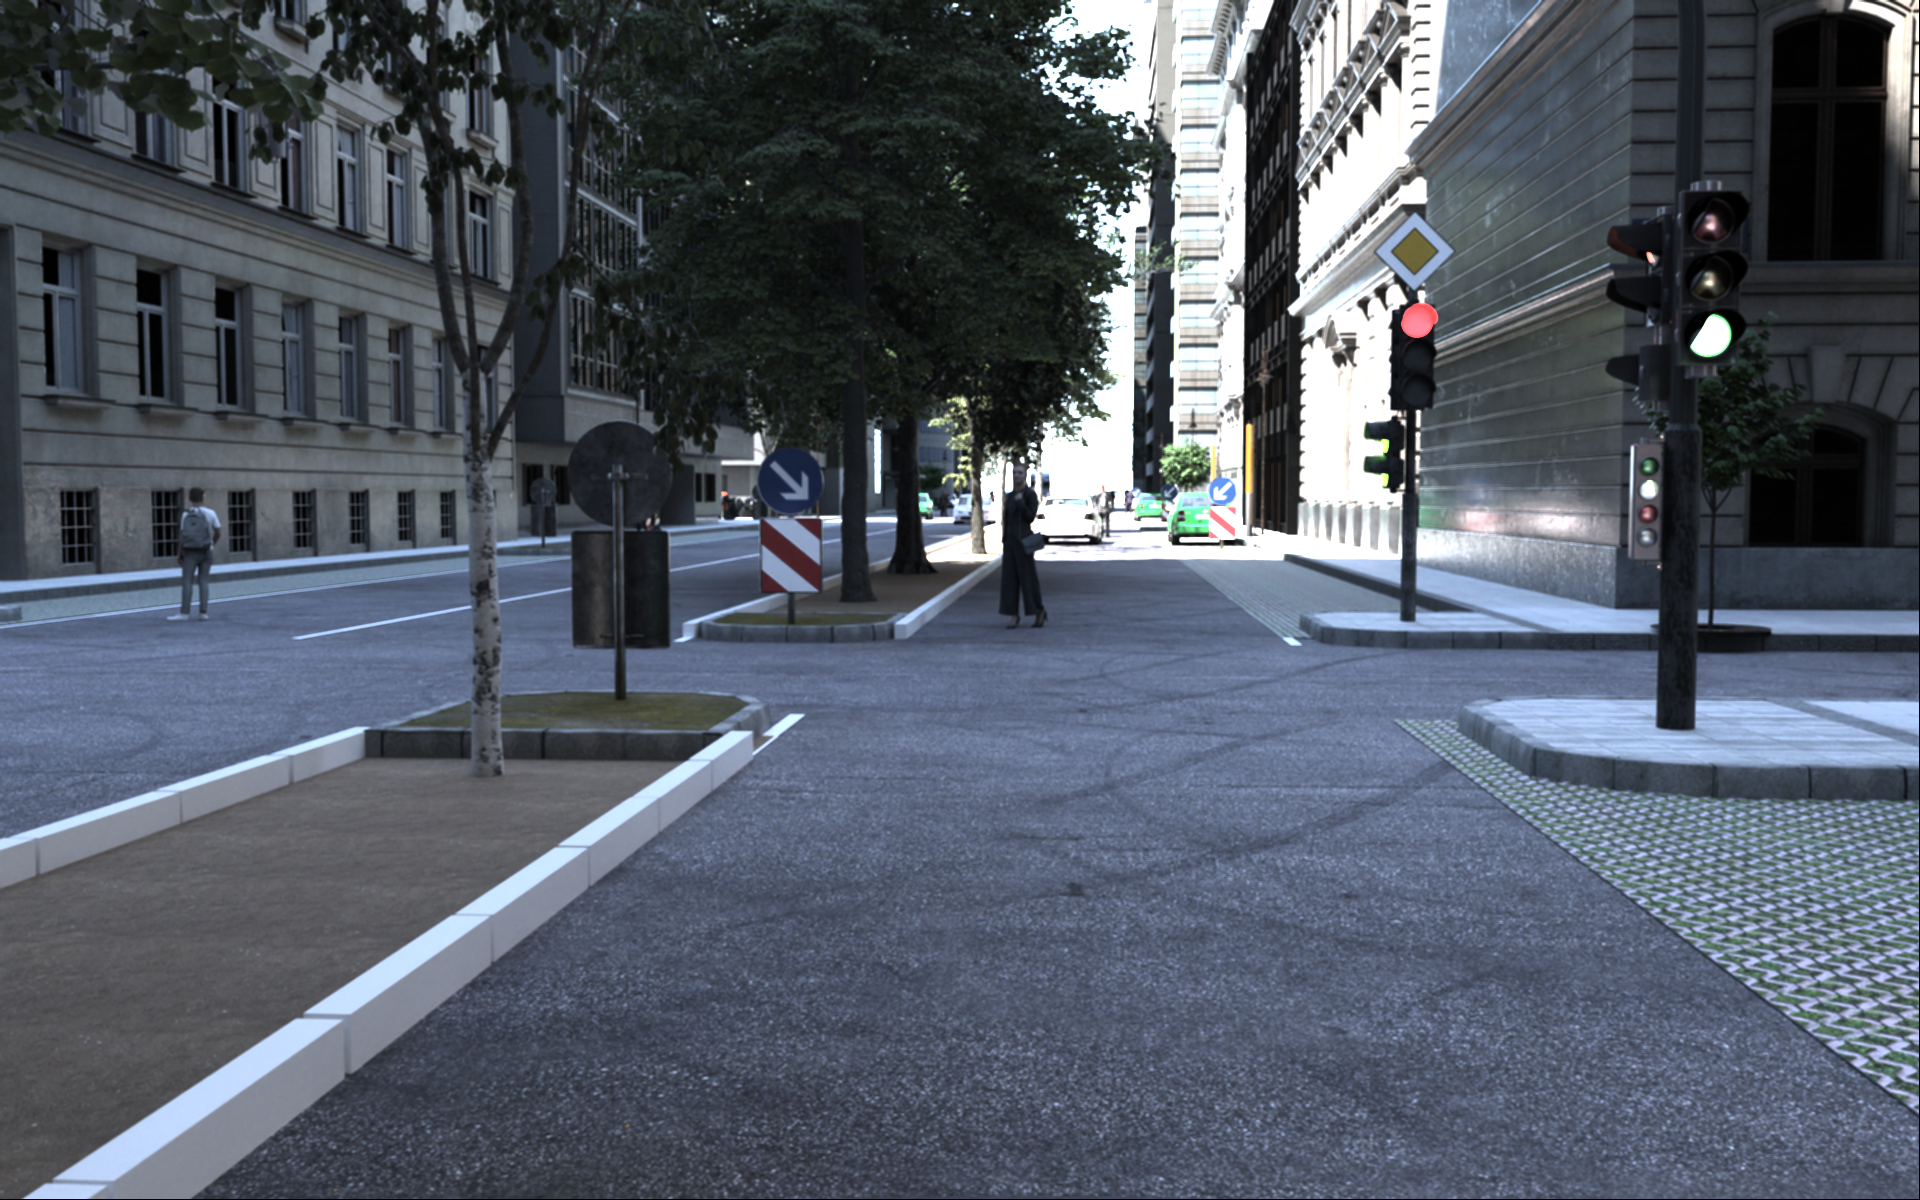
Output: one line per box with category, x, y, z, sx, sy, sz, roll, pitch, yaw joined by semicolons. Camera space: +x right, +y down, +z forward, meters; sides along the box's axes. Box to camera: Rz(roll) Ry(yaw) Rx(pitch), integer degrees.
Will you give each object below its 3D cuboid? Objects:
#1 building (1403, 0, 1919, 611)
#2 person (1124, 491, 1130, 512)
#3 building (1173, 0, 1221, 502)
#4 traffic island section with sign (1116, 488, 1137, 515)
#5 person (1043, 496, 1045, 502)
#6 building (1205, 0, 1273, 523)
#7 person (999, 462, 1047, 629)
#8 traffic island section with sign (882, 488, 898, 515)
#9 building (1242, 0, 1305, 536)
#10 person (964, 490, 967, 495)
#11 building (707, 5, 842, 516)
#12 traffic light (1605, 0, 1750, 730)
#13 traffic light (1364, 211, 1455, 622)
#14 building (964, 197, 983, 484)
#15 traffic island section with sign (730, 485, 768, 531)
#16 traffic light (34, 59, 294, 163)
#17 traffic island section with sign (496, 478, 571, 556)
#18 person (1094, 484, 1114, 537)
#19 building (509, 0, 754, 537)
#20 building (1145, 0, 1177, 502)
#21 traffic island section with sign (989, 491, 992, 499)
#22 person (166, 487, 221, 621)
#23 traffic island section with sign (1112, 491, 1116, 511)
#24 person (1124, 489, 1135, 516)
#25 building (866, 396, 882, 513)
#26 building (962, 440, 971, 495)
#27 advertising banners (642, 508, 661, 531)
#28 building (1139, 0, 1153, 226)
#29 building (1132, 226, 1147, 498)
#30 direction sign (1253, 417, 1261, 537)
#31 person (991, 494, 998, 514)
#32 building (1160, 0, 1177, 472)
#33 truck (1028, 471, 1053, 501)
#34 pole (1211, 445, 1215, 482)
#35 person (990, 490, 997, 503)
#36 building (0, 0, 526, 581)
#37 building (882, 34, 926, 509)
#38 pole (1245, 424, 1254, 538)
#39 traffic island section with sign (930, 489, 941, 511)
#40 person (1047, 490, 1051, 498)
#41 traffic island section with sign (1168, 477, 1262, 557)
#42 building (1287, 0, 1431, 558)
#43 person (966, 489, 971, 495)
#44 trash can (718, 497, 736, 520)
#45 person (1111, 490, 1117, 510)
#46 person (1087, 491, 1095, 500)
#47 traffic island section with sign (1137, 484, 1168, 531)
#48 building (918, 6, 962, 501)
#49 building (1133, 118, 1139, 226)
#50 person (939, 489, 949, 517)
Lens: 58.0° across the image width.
building;24.570;-12.435;22.405;34.723;24.649;14.460;0;4;4
person;13.590;-7.962;139.508;0.721;1.723;1.217;-2;4;-35
building;20.296;-25.886;106.837;14.154;41.232;14.086;0;4;4
traffic island section with sign;11.706;-6.593;116.423;1.989;1.847;2.006;0;4;4
person;4.533;-5.599;100.056;0.705;1.823;1.348;-3;4;-36
building;18.924;-17.886;79.819;14.401;28.519;23.554;0;4;4
person;0.652;-0.589;18.557;0.576;1.772;0.534;2;4;29
traffic island section with sign;-4.179;-6.662;117.558;1.989;1.847;2.006;0;4;4
building;16.813;-14.100;60.214;12.332;23.373;15.834;0;4;4
person;0.620;-8.406;146.653;0.721;1.743;1.217;1;4;18
building;-14.411;-20.196;101.912;14.160;30.474;14.107;0;4;4
traffic light;1.811;-2.126;9.433;4.771;5.953;1.251;0;4;4
traffic light;4.506;-1.741;17.379;0.839;4.253;0.868;0;4;4
building;-8.342;-35.453;234.285;22.147;44.769;28.867;0;4;4
traffic island section with sign;-7.904;-3.643;68.188;1.989;1.847;2.006;0;4;4
traffic light;-9.518;-2.678;18.455;4.771;5.953;1.251;0;4;4
traffic island section with sign;-9.980;-1.975;40.927;1.989;1.847;2.006;0;4;4
person;4.723;-2.932;56.837;0.661;1.777;0.834;0;4;-1
building;-17.412;-14.954;63.561;14.314;24.678;30.058;0;4;4
building;27.846;-32.535;155.654;21.300;48.544;21.600;0;4;4
traffic island section with sign;4.155;-13.398;227.682;1.989;1.847;2.006;0;4;4
person;-8.671;-0.521;19.617;0.523;1.515;0.503;1;4;14
traffic island section with sign;13.760;-8.261;143.696;1.989;1.847;2.006;0;4;4
person;11.048;-6.371;113.118;0.683;1.767;0.568;0;4;-2
building;-16.582;-49.558;122.940;22.319;86.520;31.000;0;4;4
building;-6.171;-26.981;212.839;14.160;30.474;14.107;0;4;4
advertising banners;-10.232;-3.706;56.776;0.090;3.025;2.074;1;4;12
building;31.950;-40.708;207.582;21.231;58.520;28.212;0;4;4
building;25.720;-25.445;187.727;14.160;30.474;14.107;0;4;4
direction sign;8.785;-3.640;51.512;0.379;3.537;0.876;1;4;15
person;2.794;-7.006;123.763;1.217;1.743;0.721;1;4;11
building;27.308;-31.133;128.638;23.786;49.044;30.456;0;4;4
truck;9.745;-13.234;206.135;2.967;4.110;18.799;0;4;4
pole;10.601;-4.812;72.518;0.158;3.312;0.155;0;3;0
person;2.725;-7.863;137.776;0.721;1.736;1.217;-2;4;-29
building;-20.497;-12.241;33.419;16.112;22.955;30.059;0;4;4
building;-17.619;-34.513;153.523;28.713;52.752;27.495;0;4;4
pole;8.508;-3.488;50.865;0.158;3.312;0.155;0;3;0
traffic island section with sign;-2.138;-8.315;144.582;1.989;1.847;2.006;0;4;4
person;6.471;-7.128;125.955;0.530;1.710;0.541;0;4;-4
traffic island section with sign;5.946;-1.940;40.350;1.989;1.847;2.006;0;4;4
building;14.263;-13.033;41.960;11.050;23.489;19.941;0;4;4
person;0.769;-8.119;141.332;1.350;1.814;0.705;-2;4;-34
trash can;-11.412;-4.525;85.631;0.748;1.137;0.748;0;3;0
person;13.505;-8.793;152.276;0.705;1.822;1.348;-1;4;-16
person;11.080;-8.540;148.843;1.217;1.735;0.721;-2;4;-28
traffic island section with sign;7.984;-3.584;67.229;1.989;1.847;2.006;0;4;4
building;-11.284;-39.706;191.188;21.231;58.520;28.212;0;4;4
building;37.694;-39.548;235.851;28.713;52.752;27.495;0;4;4
person;-0.978;-6.151;109.625;0.434;1.755;0.990;-3;4;-37
